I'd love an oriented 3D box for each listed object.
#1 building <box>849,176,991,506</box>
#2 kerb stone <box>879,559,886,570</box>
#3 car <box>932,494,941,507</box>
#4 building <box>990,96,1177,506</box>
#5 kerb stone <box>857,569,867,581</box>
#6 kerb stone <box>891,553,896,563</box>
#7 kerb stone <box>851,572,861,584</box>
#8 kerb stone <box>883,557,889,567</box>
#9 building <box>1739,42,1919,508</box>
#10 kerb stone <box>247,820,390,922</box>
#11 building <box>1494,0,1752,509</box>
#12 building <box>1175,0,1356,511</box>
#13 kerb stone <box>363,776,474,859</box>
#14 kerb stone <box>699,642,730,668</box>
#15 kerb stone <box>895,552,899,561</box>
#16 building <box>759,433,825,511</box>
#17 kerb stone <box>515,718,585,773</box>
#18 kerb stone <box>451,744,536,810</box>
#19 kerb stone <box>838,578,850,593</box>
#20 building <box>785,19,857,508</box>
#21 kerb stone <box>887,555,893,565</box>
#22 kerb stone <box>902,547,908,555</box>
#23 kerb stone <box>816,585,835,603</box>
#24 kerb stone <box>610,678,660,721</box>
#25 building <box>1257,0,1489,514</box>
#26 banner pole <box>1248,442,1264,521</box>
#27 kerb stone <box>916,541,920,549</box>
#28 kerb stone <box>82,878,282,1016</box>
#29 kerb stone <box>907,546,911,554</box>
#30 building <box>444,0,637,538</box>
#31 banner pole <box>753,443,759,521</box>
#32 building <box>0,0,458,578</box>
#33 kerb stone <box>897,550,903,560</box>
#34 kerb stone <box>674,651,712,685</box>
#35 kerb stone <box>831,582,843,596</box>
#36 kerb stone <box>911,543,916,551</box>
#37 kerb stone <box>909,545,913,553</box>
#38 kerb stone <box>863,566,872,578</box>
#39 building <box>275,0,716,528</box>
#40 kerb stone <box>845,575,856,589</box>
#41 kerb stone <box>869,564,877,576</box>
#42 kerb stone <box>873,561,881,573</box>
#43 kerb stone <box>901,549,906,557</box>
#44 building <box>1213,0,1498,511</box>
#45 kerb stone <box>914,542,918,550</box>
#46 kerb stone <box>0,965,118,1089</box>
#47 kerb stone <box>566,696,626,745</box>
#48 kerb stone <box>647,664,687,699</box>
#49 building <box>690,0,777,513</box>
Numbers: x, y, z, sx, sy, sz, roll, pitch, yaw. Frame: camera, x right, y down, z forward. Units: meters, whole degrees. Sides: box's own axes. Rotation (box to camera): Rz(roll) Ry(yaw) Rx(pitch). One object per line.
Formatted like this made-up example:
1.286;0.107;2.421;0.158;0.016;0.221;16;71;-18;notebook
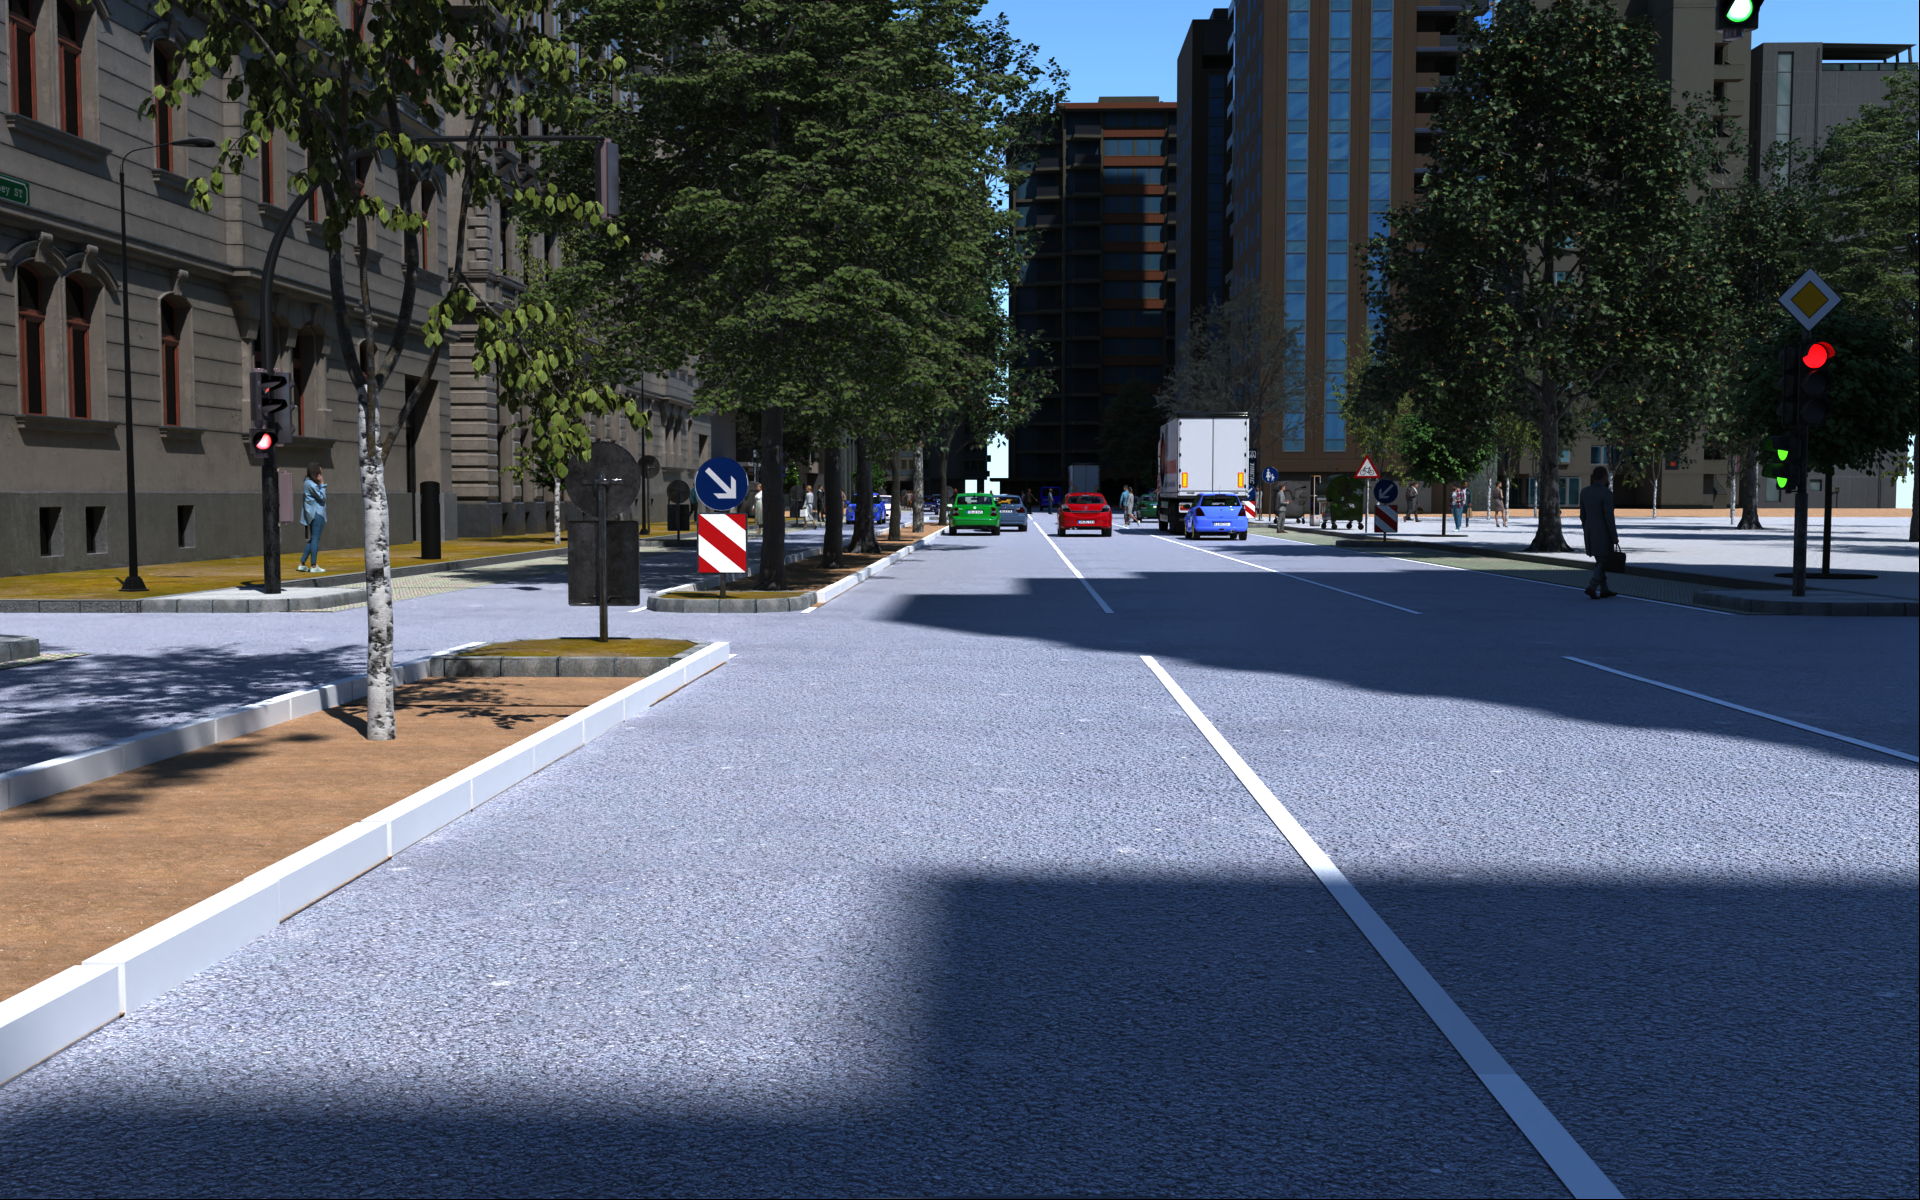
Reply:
-8.527;-31.035;199.303;23.993;40.220;32.217;0;4;2;building
-1.537;-0.621;32.409;0.120;0.150;1.000;0;4;2;kerb stone
-2.089;-9.540;167.982;2.014;1.417;4.499;0;4;3;car
17.901;-32.976;193.785;28.867;44.769;22.147;0;4;2;building
-1.660;-0.372;28.302;0.120;0.150;1.000;0;4;2;kerb stone
-1.452;-0.813;35.491;0.120;0.150;1.000;0;4;2;kerb stone
-1.698;-0.307;27.279;0.120;0.150;1.000;0;4;2;kerb stone
-1.508;-0.687;33.431;0.120;0.150;1.000;0;4;2;kerb stone
77.934;-29.178;160.657;14.086;41.232;14.154;0;4;2;building
-2.313;0.975;6.273;0.120;0.150;1.000;0;4;2;kerb stone
58.485;-32.577;156.334;21.600;48.544;21.300;0;4;2;building
27.734;-31.293;161.745;14.600;45.320;14.200;0;4;2;building
-2.277;0.911;7.301;0.120;0.150;1.000;0;4;2;kerb stone
-2.068;0.472;14.486;0.120;0.150;1.000;0;4;2;kerb stone
-1.426;-0.871;36.518;0.120;0.150;1.000;0;4;2;kerb stone
-17.327;-22.074;132.615;14.160;30.474;14.107;0;4;2;building
-2.219;0.788;9.350;0.120;0.150;1.000;0;4;2;kerb stone
-2.248;0.849;8.328;0.120;0.150;1.000;0;4;2;kerb stone
-1.750;-0.180;25.216;0.120;0.150;1.000;0;4;2;kerb stone
-25.898;-51.712;158.162;31.000;86.520;22.319;0;4;2;building
-1.483;-0.750;34.452;0.120;0.150;1.000;0;4;2;kerb stone
-1.331;-1.063;39.583;0.120;0.150;1.000;0;4;2;kerb stone
-1.812;-0.059;23.160;0.120;0.150;1.000;0;4;2;kerb stone
-2.155;0.660;11.400;0.120;0.150;1.000;0;4;2;kerb stone
26.157;-28.491;115.934;14.600;45.320;14.200;0;4;2;building
14.237;-5.719;83.521;0.863;3.779;0.401;2;4;25;banner pole
-1.181;-1.376;44.698;0.120;0.150;1.000;0;4;2;kerb stone
-2.333;1.036;5.249;0.120;0.150;1.000;0;4;2;kerb stone
-1.303;-1.126;40.610;0.120;0.150;1.000;0;4;2;kerb stone
-18.304;-14.107;59.527;11.050;23.489;19.941;0;4;2;building
-9.628;-5.615;81.819;0.401;3.779;0.863;1;4;13;banner pole
-20.613;-15.252;36.754;14.401;28.519;23.554;0;4;2;building
-1.391;-0.933;37.539;0.120;0.150;1.000;0;4;2;kerb stone
-2.097;0.534;13.460;0.120;0.150;1.000;0;4;2;kerb stone
-1.785;-0.121;24.195;0.120;0.150;1.000;0;4;2;kerb stone
-1.238;-1.251;42.654;0.120;0.150;1.000;0;4;2;kerb stone
-1.281;-1.189;41.632;0.120;0.150;1.000;0;4;2;kerb stone
-1.634;-0.431;29.325;0.120;0.150;1.000;0;4;2;kerb stone
-19.731;-17.966;81.131;14.401;28.519;23.554;0;4;2;building
-1.722;-0.244;26.247;0.120;0.150;1.000;0;4;2;kerb stone
-1.603;-0.499;30.354;0.120;0.150;1.000;0;4;2;kerb stone
-1.566;-0.562;31.378;0.120;0.150;1.000;0;4;2;kerb stone
-1.360;-0.999;38.561;0.120;0.150;1.000;0;4;2;kerb stone
29.827;-50.426;137.137;22.319;86.520;31.000;0;4;2;building
-1.218;-1.308;43.676;0.120;0.150;1.000;0;4;2;kerb stone
-2.370;1.102;4.228;0.120;0.150;1.000;0;4;2;kerb stone
-2.186;0.723;10.375;0.120;0.150;1.000;0;4;2;kerb stone
-2.132;0.604;12.432;0.120;0.150;1.000;0;4;2;kerb stone
-26.231;-31.918;111.092;28.713;52.752;27.495;0;4;2;building
